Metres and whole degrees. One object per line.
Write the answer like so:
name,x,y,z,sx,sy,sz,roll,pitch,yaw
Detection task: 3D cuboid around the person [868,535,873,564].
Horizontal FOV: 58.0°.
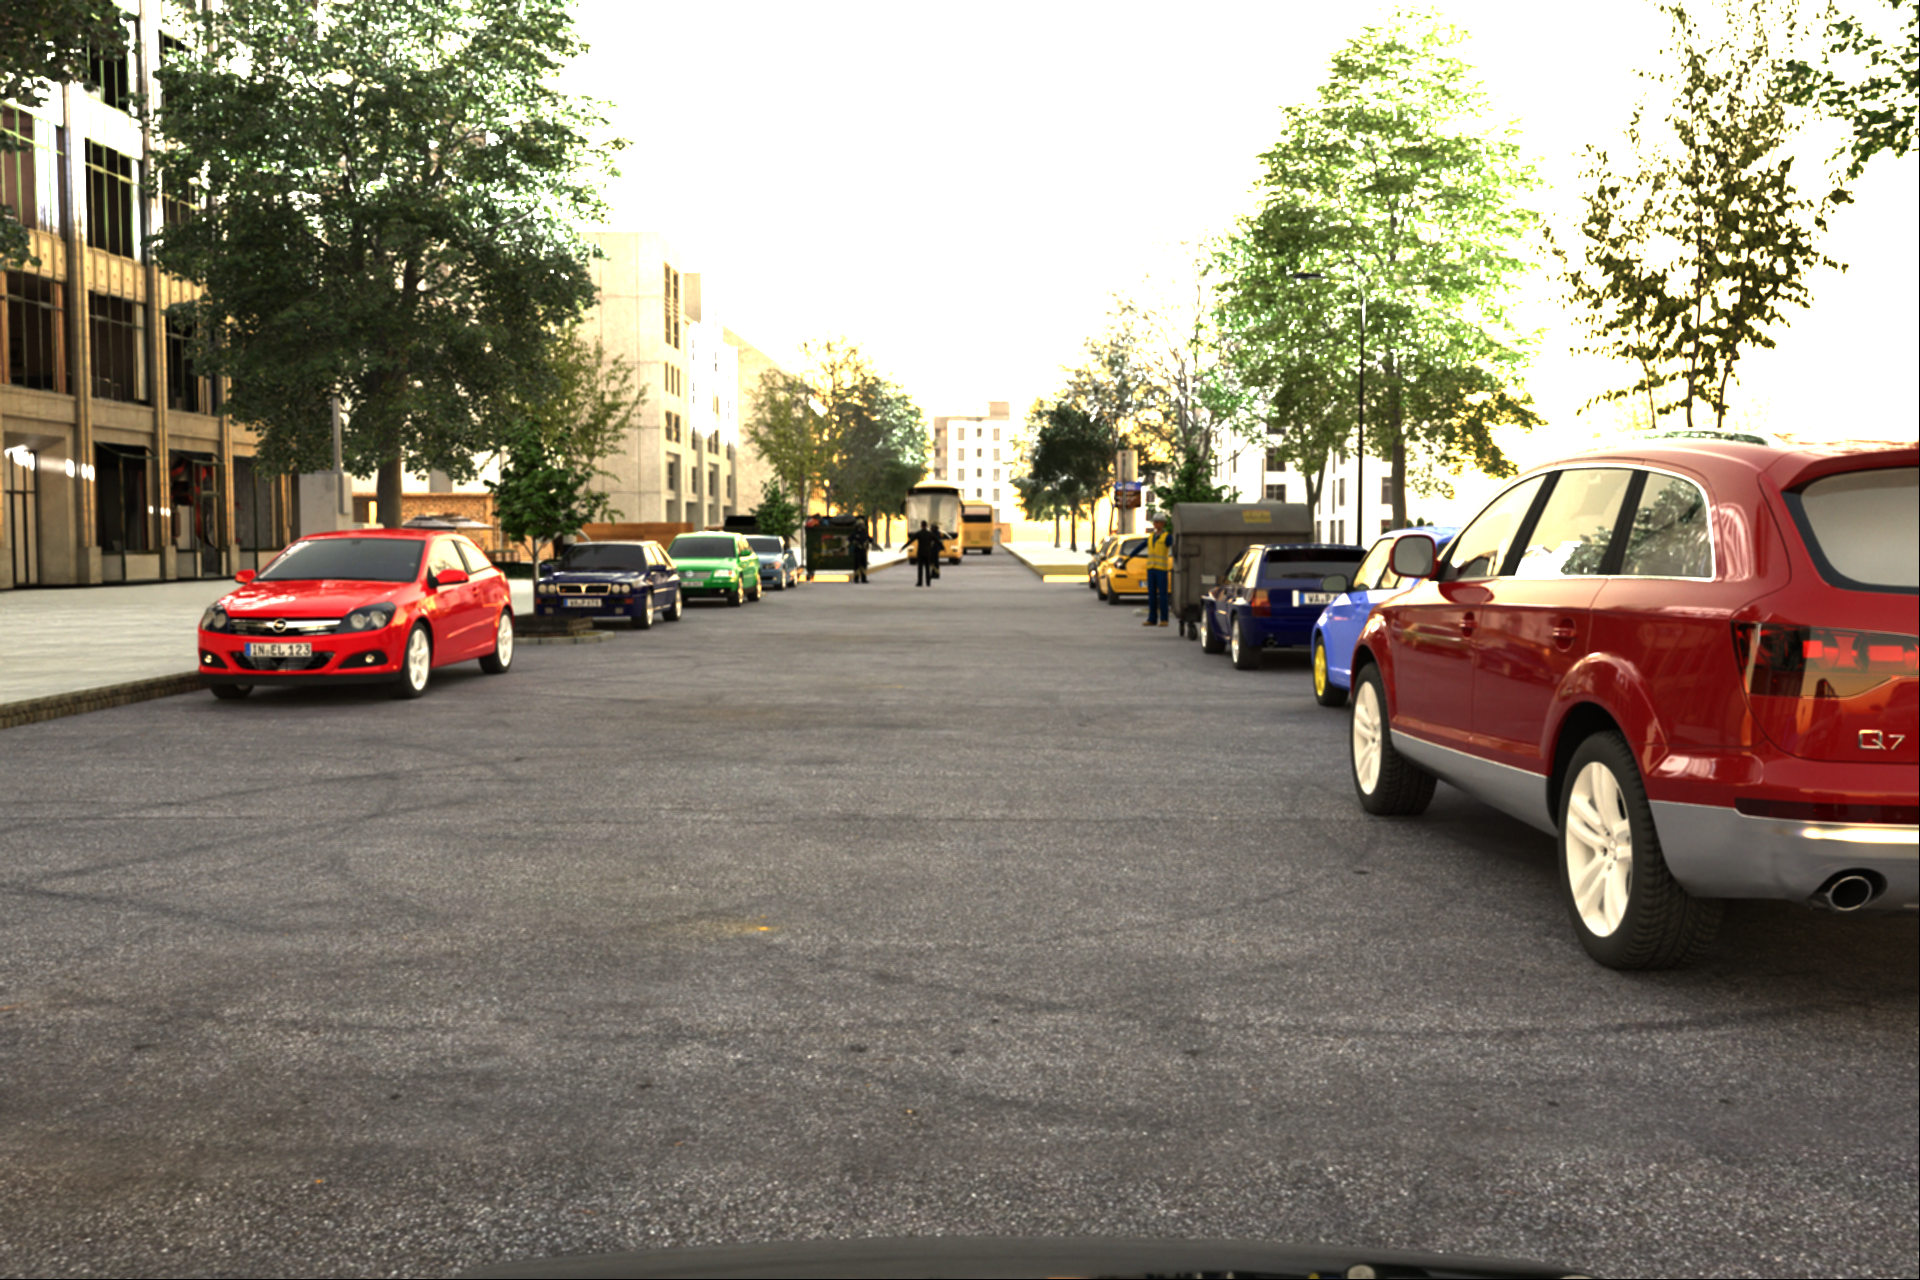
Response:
person,-3.974,-4.105,73.256,0.704,1.843,1.345,1,4,22

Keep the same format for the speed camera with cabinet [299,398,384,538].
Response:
speed camera with cabinet,-9.270,-1.937,26.010,0.660,3.252,2.038,0,3,0

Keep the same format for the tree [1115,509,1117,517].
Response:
tree,24.577,-18.365,250.621,4.360,8.622,3.978,0,3,0

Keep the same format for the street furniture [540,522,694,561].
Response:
street furniture,-12.145,-3.811,69.165,9.812,1.723,11.010,-1,4,-17

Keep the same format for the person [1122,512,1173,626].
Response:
person,3.045,-1.105,26.987,1.216,1.772,0.721,3,5,42

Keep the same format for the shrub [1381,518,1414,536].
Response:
shrub,16.586,-3.704,64.981,1.690,2.028,1.600,0,3,0

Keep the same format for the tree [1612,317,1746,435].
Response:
tree,23.499,-6.586,58.037,4.360,8.622,3.978,0,3,0

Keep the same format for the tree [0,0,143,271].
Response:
tree,-11.628,-6.604,14.638,9.857,13.997,8.962,0,3,0

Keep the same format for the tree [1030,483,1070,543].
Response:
tree,12.986,-20.018,245.424,7.486,12.596,7.792,0,3,0

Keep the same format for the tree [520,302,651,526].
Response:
tree,-11.382,-6.127,50.536,4.737,8.622,4.395,0,3,0

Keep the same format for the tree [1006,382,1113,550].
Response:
tree,9.083,-14.023,139.642,12.009,13.543,11.850,0,3,0

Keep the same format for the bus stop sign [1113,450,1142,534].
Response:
bus stop sign,5.273,-4.018,54.706,0.837,3.901,0.837,0,4,0

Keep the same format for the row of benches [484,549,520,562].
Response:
row of benches,-18.695,-3.372,70.598,1.422,0.672,4.104,0,4,-1

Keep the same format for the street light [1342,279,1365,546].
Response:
street light,7.686,-3.566,30.847,1.470,5.913,1.316,0,4,1

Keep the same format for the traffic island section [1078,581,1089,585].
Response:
traffic island section,4.366,-1.614,49.260,1.991,0.108,1.994,0,4,0

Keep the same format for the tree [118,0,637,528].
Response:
tree,-11.114,-7.737,33.156,9.857,13.997,8.962,0,3,0

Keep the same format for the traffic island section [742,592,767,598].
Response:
traffic island section,-5.486,-1.031,39.724,1.991,0.108,1.994,0,4,1

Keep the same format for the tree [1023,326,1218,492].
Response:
tree,7.287,-8.663,76.057,8.767,10.594,7.601,-1,4,-20

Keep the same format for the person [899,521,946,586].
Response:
person,-0.998,-2.374,47.490,1.346,1.802,0.704,-1,4,-18

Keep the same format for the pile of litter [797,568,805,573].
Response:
pile of litter,-5.698,-2.632,56.998,1.176,0.858,1.719,0,4,2

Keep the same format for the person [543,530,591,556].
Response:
person,-10.126,-2.370,44.901,1.344,1.810,0.704,-2,4,-30

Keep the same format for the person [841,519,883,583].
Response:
person,-2.899,-2.592,50.609,1.354,1.856,0.705,-2,4,-30

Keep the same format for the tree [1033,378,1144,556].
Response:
tree,7.374,-10.060,98.895,7.601,10.594,8.767,-3,4,-37

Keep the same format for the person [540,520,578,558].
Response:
person,-13.891,-3.292,59.961,1.346,1.812,0.704,0,4,3

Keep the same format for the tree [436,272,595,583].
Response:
tree,-11.208,-5.768,44.672,4.737,8.622,4.395,0,3,0

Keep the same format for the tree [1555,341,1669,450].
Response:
tree,25.341,-7.037,65.413,4.360,8.622,3.978,0,3,0

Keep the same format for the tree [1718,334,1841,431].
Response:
tree,29.427,-6.924,63.577,4.360,8.622,3.978,0,3,0

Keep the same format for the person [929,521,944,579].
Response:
person,-0.839,-2.902,55.677,0.705,1.856,1.354,-2,4,-29

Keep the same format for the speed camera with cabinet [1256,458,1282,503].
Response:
speed camera with cabinet,8.029,-3.053,44.256,0.660,3.252,2.038,0,4,1

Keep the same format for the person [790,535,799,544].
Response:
person,-6.832,-3.781,67.759,0.705,1.837,1.347,3,4,36

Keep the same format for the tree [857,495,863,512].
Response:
tree,-13.736,-19.516,244.846,9.928,11.665,9.643,0,3,0

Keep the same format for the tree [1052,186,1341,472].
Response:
tree,8.439,-9.276,62.027,12.009,13.543,11.850,0,3,0

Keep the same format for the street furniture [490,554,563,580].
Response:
street furniture,-11.847,-2.314,53.463,5.734,0.657,10.072,1,4,17

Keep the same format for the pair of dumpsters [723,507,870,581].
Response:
pair of dumpsters,-4.971,-2.923,52.735,4.436,2.255,1.574,0,4,0

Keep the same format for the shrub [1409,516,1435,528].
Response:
shrub,17.791,-3.812,66.739,1.690,2.028,1.600,0,3,0

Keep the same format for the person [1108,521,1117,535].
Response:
person,5.322,-3.143,58.191,1.217,1.733,0.721,1,4,10

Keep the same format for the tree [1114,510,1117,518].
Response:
tree,24.228,-18.100,246.293,4.360,8.622,3.978,0,3,0

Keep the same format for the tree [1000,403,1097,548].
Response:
tree,8.817,-15.373,158.007,9.857,13.997,8.962,0,3,0

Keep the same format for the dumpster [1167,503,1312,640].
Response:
dumpster,3.826,-0.951,23.772,1.865,1.857,1.264,0,3,0
